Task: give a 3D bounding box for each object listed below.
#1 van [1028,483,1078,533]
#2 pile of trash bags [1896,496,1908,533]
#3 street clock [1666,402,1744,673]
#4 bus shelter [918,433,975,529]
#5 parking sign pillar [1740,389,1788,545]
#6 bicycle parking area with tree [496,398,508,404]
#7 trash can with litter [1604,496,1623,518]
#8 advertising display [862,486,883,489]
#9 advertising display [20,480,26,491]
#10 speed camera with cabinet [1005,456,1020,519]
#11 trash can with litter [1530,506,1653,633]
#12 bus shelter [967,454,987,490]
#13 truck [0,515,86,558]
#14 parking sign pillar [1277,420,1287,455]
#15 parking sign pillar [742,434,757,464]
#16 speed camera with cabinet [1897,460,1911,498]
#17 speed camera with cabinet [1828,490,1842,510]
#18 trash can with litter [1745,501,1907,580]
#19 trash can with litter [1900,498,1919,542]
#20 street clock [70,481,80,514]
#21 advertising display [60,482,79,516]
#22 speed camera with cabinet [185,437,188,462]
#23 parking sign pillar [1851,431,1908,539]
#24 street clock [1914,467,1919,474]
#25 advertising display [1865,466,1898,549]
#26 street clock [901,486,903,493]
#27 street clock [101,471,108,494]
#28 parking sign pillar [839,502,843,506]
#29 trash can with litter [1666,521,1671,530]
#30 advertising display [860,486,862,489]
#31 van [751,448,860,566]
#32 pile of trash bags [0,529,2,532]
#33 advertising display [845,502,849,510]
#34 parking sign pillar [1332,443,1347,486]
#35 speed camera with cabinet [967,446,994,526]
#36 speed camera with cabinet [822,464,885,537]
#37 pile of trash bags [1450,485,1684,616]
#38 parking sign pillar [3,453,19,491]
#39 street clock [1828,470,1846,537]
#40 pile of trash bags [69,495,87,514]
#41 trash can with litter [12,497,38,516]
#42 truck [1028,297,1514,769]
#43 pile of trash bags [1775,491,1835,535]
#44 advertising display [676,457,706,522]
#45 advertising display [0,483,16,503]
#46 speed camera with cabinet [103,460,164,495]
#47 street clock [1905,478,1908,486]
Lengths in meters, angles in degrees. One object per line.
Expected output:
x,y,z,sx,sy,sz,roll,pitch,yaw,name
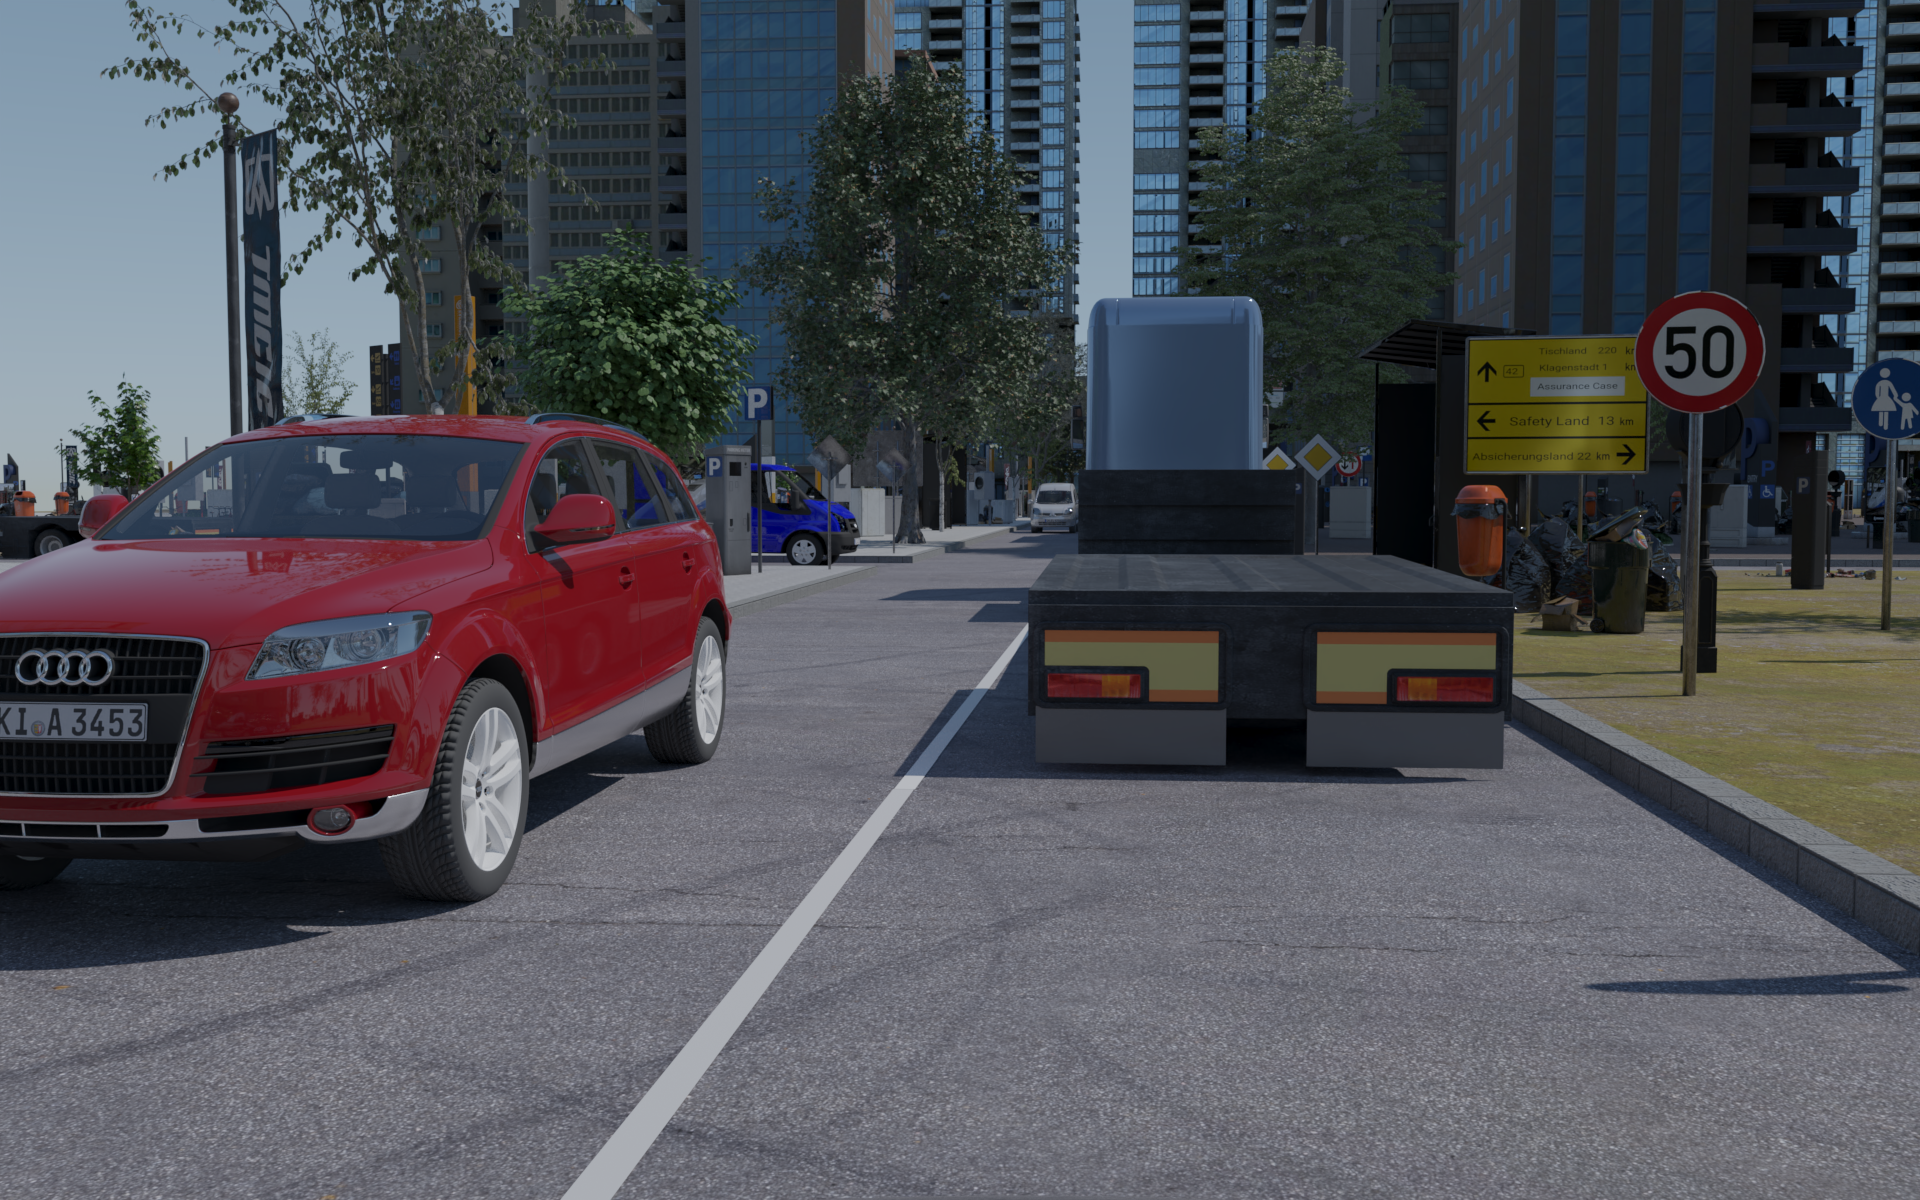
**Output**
3.573,-3.526,64.655,2.013,2.044,4.112,0,4,7,van
29.966,-2.719,54.215,1.912,1.369,3.447,-1,4,-10,pile of trash bags
5.329,-0.481,12.440,0.471,2.002,0.358,0,4,-2,street clock
-0.510,-4.607,66.610,1.731,3.624,6.357,0,4,5,bus shelter
20.254,-3.391,43.911,1.447,3.967,1.447,0,4,6,parking sign pillar
-11.143,-3.927,51.214,8.231,4.147,9.016,1,4,20,bicycle parking area with tree
19.055,-2.484,51.676,2.233,1.210,1.678,1,4,13,trash can with litter
-4.400,-5.064,88.013,0.974,1.923,0.123,1,4,22,advertising display
-42.647,-4.505,78.870,0.123,1.923,0.974,-2,4,-34,advertising display
2.685,-5.842,89.847,0.660,3.252,2.038,0,4,-4,speed camera with cabinet
5.869,-0.288,16.099,1.055,1.170,0.624,2,4,31,trash can with litter
0.454,-5.833,89.297,2.014,3.302,5.546,0,4,6,bus shelter
-23.987,-2.790,35.368,18.799,4.110,2.967,0,4,5,truck
11.402,-4.577,63.302,1.447,3.967,1.447,-1,4,-22,parking sign pillar
-9.677,-5.505,78.475,1.447,3.967,1.447,2,4,29,parking sign pillar
53.527,-6.422,99.339,2.038,3.252,0.660,-1,4,-12,speed camera with cabinet
39.981,-5.256,80.276,0.660,3.252,2.038,-1,4,-9,speed camera with cabinet
13.420,-0.954,26.656,1.678,1.210,2.233,-1,4,-22,trash can with litter
25.495,-2.111,45.903,1.055,1.170,0.624,-2,4,-29,trash can with litter
-45.914,-5.216,89.850,0.471,2.002,0.358,-1,4,-12,street clock
-48.289,-5.426,93.928,0.974,1.923,0.123,0,4,7,advertising display
-26.031,-4.020,60.061,2.038,3.252,0.660,0,4,4,speed camera with cabinet
26.469,-3.748,49.759,1.447,3.967,1.447,0,4,8,parking sign pillar
26.045,-2.592,46.953,0.358,2.002,0.471,0,4,4,street clock
21.537,-2.159,40.512,0.123,1.923,0.974,0,4,-7,advertising display
-2.149,-3.900,68.336,0.358,2.002,0.471,-3,5,-41,street clock
-25.871,-2.935,52.562,0.471,2.002,0.358,-2,4,-33,street clock
-6.709,-6.331,91.979,1.447,3.967,1.447,2,4,27,parking sign pillar
25.852,-3.111,62.248,1.055,1.170,0.624,-2,4,-34,trash can with litter
-5.066,-5.288,91.680,0.123,1.923,0.974,-1,4,-22,advertising display
-4.572,-1.799,33.791,5.245,2.365,2.240,0,4,7,van
-26.889,-2.352,48.211,3.447,1.369,1.912,2,4,28,pile of trash bags
-6.712,-5.994,103.220,0.123,1.923,0.974,-1,4,-10,advertising display
19.548,-6.150,89.032,1.447,3.967,1.447,0,4,-5,parking sign pillar
0.573,-4.698,71.155,0.660,3.252,2.038,-3,4,-37,speed camera with cabinet
-3.185,-3.520,51.885,2.038,3.252,0.660,-3,5,-44,speed camera with cabinet
6.344,-0.543,18.633,3.447,1.369,1.912,-3,5,-44,pile of trash bags
-62.389,-7.672,113.915,1.447,3.967,1.447,3,4,38,parking sign pillar
26.398,-2.913,52.202,0.358,2.002,0.471,-1,4,-17,street clock
-35.972,-3.783,71.611,3.447,1.369,1.912,1,4,14,pile of trash bags
-50.989,-5.091,94.302,2.233,1.210,1.678,0,4,-3,trash can with litter
2.405,-1.724,17.954,2.967,4.110,18.799,0,4,5,truck
26.287,-2.776,55.144,3.447,1.369,1.912,-1,4,-11,pile of trash bags
-4.587,-1.507,29.857,0.974,1.923,0.123,1,4,10,advertising display
-56.470,-5.959,102.648,0.974,1.923,0.123,0,4,-1,advertising display
-20.779,-3.012,43.585,0.660,3.252,2.038,0,4,3,speed camera with cabinet
40.098,-4.184,72.974,0.471,2.002,0.358,3,5,43,street clock
